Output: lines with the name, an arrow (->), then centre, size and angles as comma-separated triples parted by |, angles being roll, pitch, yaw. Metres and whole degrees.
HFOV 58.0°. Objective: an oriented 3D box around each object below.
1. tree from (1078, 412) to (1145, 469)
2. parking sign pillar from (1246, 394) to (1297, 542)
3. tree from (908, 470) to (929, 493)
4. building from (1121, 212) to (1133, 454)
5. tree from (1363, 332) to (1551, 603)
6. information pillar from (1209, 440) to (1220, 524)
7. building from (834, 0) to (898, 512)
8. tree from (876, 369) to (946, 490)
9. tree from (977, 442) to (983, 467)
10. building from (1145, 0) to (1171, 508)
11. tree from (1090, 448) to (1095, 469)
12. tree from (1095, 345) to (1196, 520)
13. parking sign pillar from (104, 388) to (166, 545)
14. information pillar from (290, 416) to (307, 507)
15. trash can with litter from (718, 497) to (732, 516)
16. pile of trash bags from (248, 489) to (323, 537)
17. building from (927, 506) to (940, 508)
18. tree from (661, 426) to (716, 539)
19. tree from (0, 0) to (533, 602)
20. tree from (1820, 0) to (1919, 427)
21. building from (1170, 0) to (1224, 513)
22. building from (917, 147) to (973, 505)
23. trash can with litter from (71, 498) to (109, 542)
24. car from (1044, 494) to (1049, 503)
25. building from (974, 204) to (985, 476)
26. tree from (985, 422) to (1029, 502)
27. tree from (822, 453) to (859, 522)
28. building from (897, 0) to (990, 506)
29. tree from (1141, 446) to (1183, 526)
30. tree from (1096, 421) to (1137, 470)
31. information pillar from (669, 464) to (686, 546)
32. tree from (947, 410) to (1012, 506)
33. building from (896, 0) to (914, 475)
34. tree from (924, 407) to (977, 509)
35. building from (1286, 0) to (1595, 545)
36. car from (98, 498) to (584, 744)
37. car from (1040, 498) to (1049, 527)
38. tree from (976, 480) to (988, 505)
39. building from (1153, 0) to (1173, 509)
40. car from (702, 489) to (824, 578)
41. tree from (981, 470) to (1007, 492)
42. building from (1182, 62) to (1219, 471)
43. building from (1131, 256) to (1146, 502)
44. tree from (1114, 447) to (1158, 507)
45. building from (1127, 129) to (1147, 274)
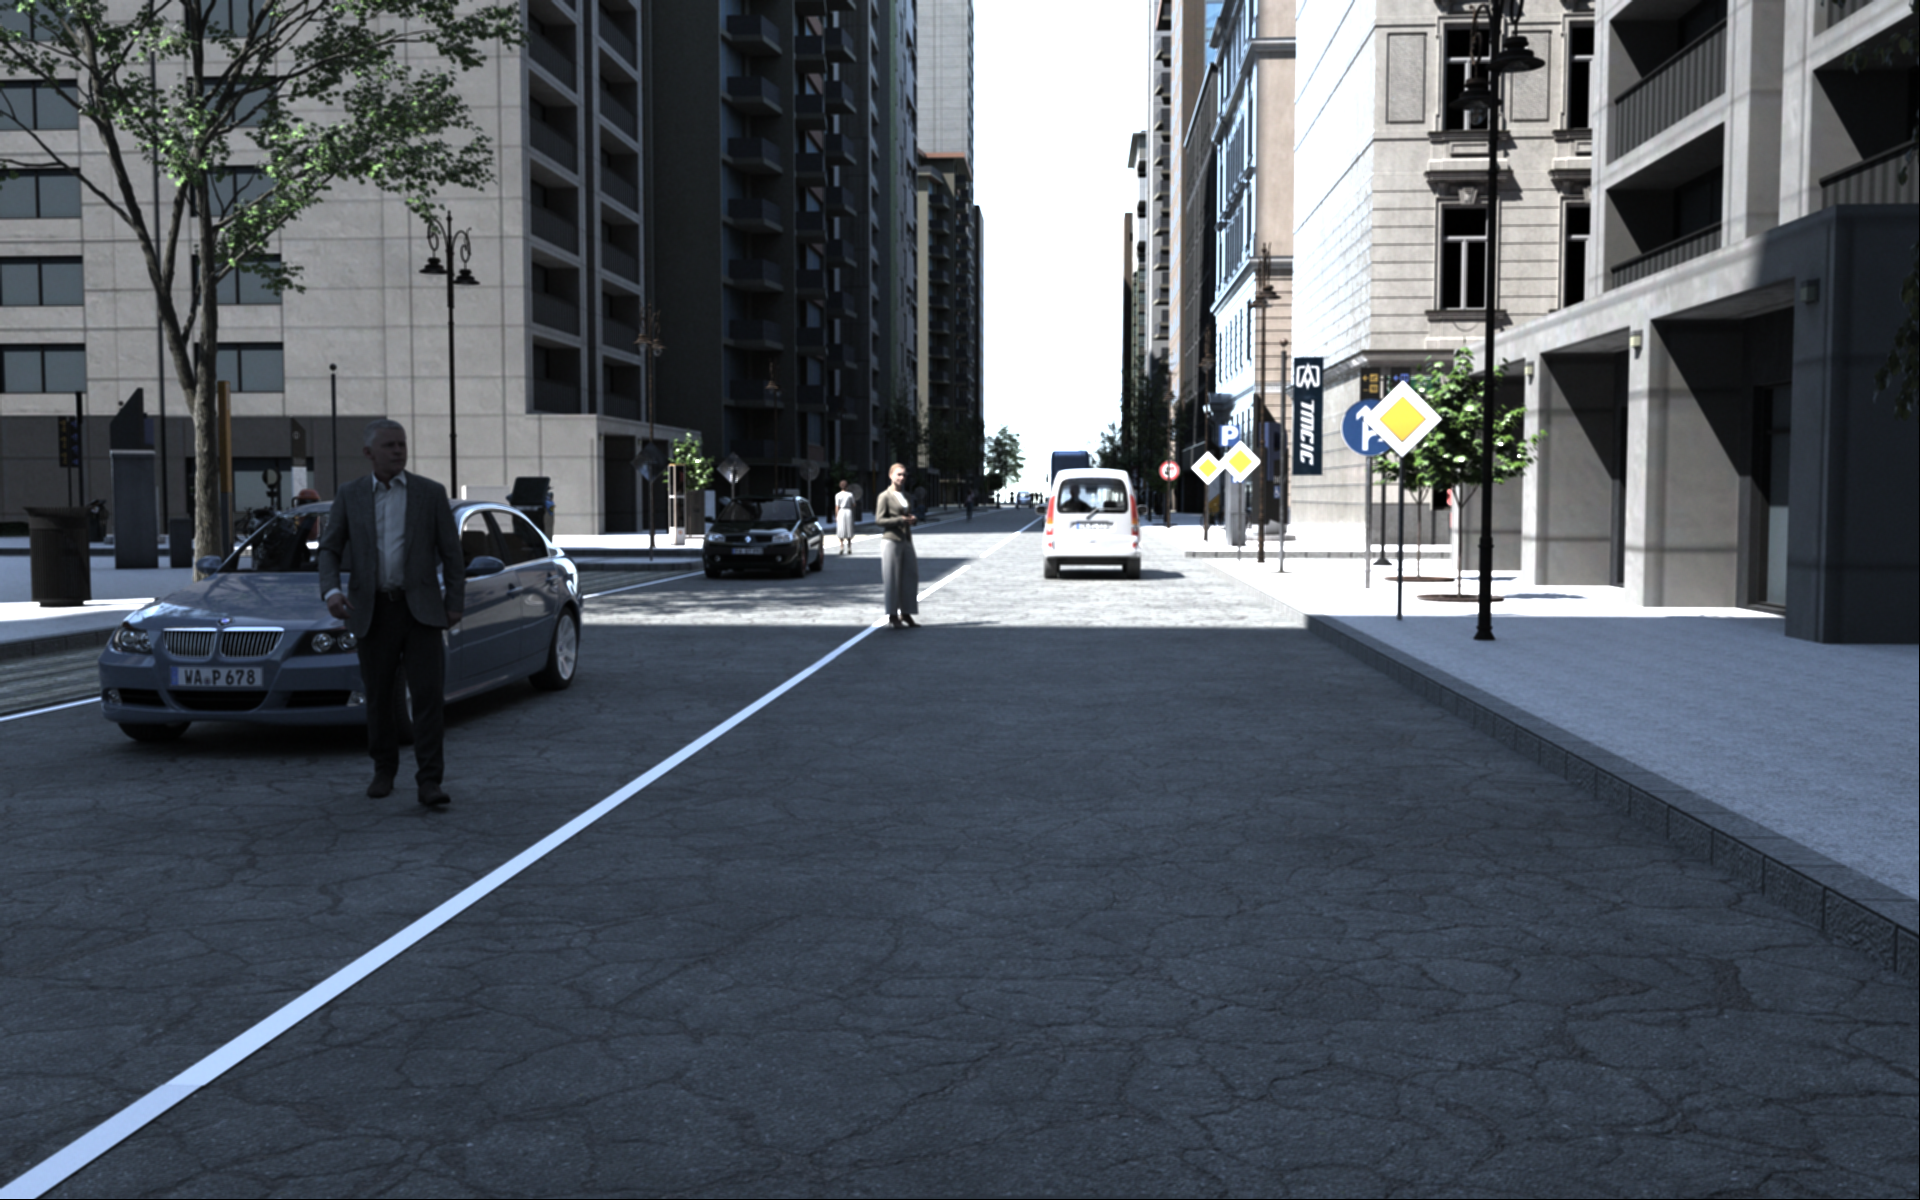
tree -> 17.192, -16.123, 198.022 | 8.767, 10.594, 7.601 | 0, 4, 5
parking sign pillar -> 8.452, -3.589, 47.154 | 1.447, 3.967, 1.447 | 3, 4, 38
tree -> -3.139, -7.958, 124.711 | 1.663, 3.219, 1.824 | 0, 3, 0
building -> 31.876, -37.690, 266.342 | 14.600, 45.320, 14.200 | 0, 4, 4
tree -> 5.920, -1.599, 20.746 | 1.663, 3.219, 1.824 | 0, 3, 0
information pillar -> 10.860, -5.062, 74.120 | 0.504, 3.616, 0.183 | 0, 4, -1
building -> -12.136, -26.911, 123.590 | 14.154, 41.232, 14.086 | 0, 4, 4
tree -> -3.214, -9.267, 101.883 | 4.360, 8.622, 3.978 | 0, 3, 0
tree -> -0.013, -12.746, 158.753 | 4.737, 8.622, 4.395 | 0, 3, 0
building -> 29.064, -38.556, 172.386 | 21.231, 58.520, 28.212 | 0, 4, 4
tree -> 16.118, -14.140, 181.548 | 4.737, 8.622, 4.395 | 0, 3, 0
tree -> 9.621, -8.336, 86.658 | 4.737, 8.622, 4.395 | 0, 3, 0
parking sign pillar -> -21.257, -3.427, 44.510 | 1.447, 3.967, 1.447 | 2, 4, 33
information pillar -> -20.038, -3.738, 52.477 | 0.183, 3.616, 0.504 | 2, 4, 33
trash can with litter -> -8.859, -3.377, 66.598 | 0.624, 1.170, 1.055 | -3, 4, -37
pile of trash bags -> -11.423, -1.258, 30.326 | 1.912, 1.369, 3.447 | -1, 4, -21
building -> -12.519, -44.620, 167.783 | 20.563, 71.187, 20.611 | 0, 4, 4
tree -> -7.877, -3.367, 49.656 | 1.663, 3.219, 1.824 | 0, 3, 0
tree -> -9.136, -5.785, 20.345 | 9.928, 11.665, 9.643 | 0, 3, 0
tree -> 4.460, -3.460, 6.940 | 4.360, 8.622, 3.978 | 0, 3, 0
building -> 22.197, -28.907, 122.732 | 14.600, 45.320, 14.200 | 0, 4, 4
building -> -9.817, -34.436, 217.649 | 22.147, 44.769, 28.867 | 0, 4, 4
trash can with litter -> -23.162, -2.116, 45.980 | 1.055, 1.170, 0.624 | 1, 4, 15
car -> 14.118, -16.049, 272.616 | 2.015, 1.641, 3.980 | 0, 4, 2
building -> -3.555, -37.337, 260.573 | 14.600, 45.320, 14.200 | 0, 4, 4
tree -> 7.277, -21.779, 274.210 | 7.486, 12.596, 7.792 | 0, 3, 0
tree -> -5.632, -5.236, 80.207 | 1.663, 3.219, 1.824 | 0, 3, 0
building -> -6.247, -49.129, 241.504 | 20.563, 71.187, 20.611 | 0, 4, 4
tree -> 8.222, -4.648, 70.596 | 1.663, 3.219, 1.824 | 0, 3, 0
tree -> 15.800, -13.491, 170.947 | 4.360, 8.622, 3.978 | 0, 3, 0
information pillar -> -6.999, -2.347, 42.863 | 0.304, 2.012, 0.304 | -3, 5, -39
tree -> 2.440, -15.809, 192.896 | 7.601, 10.594, 8.767 | 1, 4, 21
building -> -18.215, -33.971, 144.666 | 28.713, 52.752, 27.495 | 0, 4, 4
tree -> -1.325, -11.961, 145.930 | 4.737, 8.622, 4.395 | 0, 3, 0
building -> 32.134, -16.671, 48.982 | 44.131, 29.872, 17.030 | 0, 4, 4
car -> -3.839, 0.030, 11.519 | 2.014, 1.417, 4.499 | 0, 4, 4
car -> 4.585, -3.945, 76.863 | 2.083, 1.381, 4.827 | 0, 4, 3
tree -> 3.063, -13.385, 213.445 | 1.663, 3.219, 1.824 | 0, 3, 0
building -> 27.502, -29.953, 144.359 | 22.147, 44.769, 28.867 | 0, 4, 4
car -> -3.468, -1.294, 30.938 | 2.009, 1.686, 4.222 | 0, 4, 2
tree -> 4.431, -14.885, 227.077 | 4.285, 4.588, 4.351 | 0, 3, 0
building -> 21.055, -18.894, 102.432 | 14.314, 27.812, 24.014 | 0, 4, 4
building -> 28.430, -26.843, 210.580 | 14.160, 30.474, 14.107 | 0, 4, 4
tree -> 12.212, -8.318, 119.713 | 4.285, 4.588, 4.351 | 0, 3, 0
building -> 38.215, -40.096, 244.813 | 28.713, 52.752, 27.495 | 0, 4, 4
